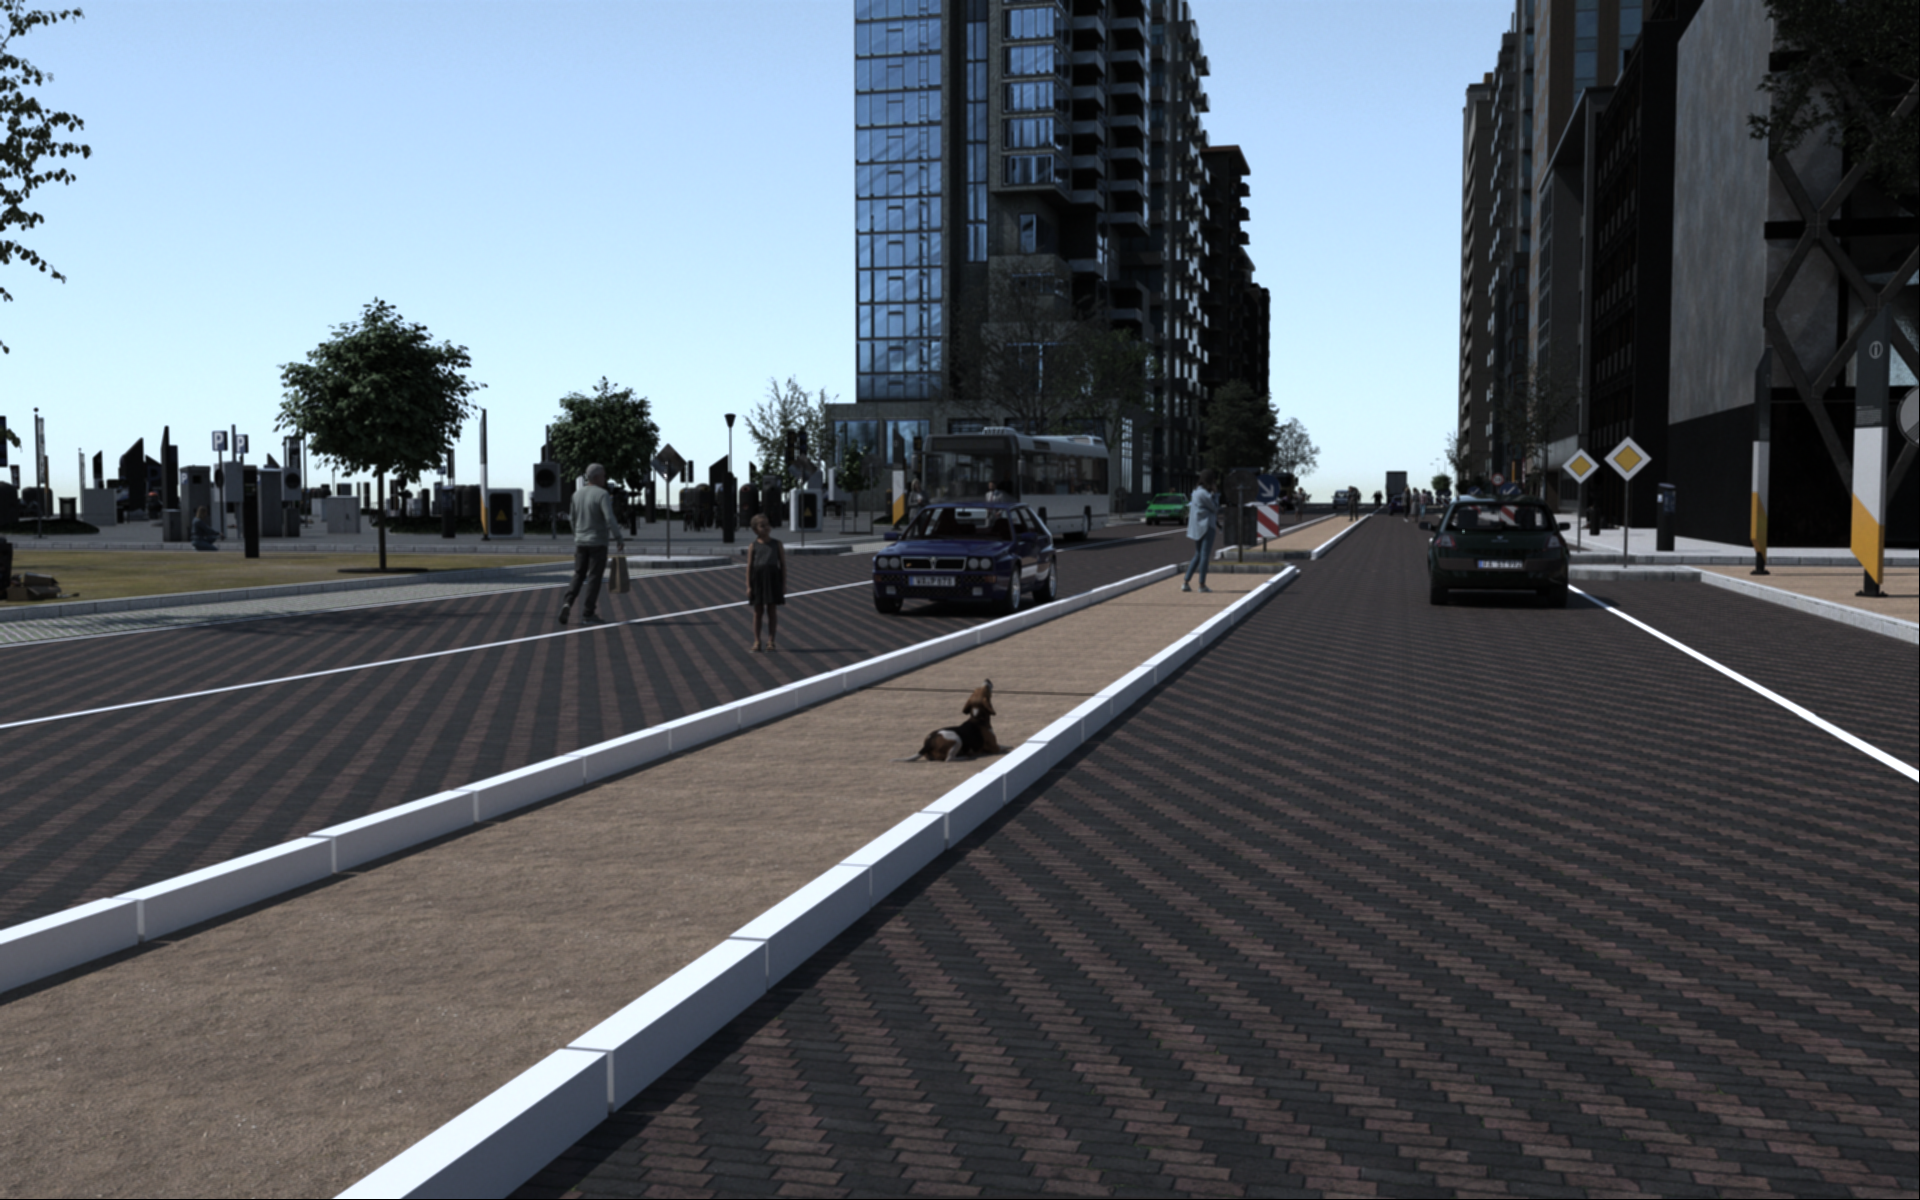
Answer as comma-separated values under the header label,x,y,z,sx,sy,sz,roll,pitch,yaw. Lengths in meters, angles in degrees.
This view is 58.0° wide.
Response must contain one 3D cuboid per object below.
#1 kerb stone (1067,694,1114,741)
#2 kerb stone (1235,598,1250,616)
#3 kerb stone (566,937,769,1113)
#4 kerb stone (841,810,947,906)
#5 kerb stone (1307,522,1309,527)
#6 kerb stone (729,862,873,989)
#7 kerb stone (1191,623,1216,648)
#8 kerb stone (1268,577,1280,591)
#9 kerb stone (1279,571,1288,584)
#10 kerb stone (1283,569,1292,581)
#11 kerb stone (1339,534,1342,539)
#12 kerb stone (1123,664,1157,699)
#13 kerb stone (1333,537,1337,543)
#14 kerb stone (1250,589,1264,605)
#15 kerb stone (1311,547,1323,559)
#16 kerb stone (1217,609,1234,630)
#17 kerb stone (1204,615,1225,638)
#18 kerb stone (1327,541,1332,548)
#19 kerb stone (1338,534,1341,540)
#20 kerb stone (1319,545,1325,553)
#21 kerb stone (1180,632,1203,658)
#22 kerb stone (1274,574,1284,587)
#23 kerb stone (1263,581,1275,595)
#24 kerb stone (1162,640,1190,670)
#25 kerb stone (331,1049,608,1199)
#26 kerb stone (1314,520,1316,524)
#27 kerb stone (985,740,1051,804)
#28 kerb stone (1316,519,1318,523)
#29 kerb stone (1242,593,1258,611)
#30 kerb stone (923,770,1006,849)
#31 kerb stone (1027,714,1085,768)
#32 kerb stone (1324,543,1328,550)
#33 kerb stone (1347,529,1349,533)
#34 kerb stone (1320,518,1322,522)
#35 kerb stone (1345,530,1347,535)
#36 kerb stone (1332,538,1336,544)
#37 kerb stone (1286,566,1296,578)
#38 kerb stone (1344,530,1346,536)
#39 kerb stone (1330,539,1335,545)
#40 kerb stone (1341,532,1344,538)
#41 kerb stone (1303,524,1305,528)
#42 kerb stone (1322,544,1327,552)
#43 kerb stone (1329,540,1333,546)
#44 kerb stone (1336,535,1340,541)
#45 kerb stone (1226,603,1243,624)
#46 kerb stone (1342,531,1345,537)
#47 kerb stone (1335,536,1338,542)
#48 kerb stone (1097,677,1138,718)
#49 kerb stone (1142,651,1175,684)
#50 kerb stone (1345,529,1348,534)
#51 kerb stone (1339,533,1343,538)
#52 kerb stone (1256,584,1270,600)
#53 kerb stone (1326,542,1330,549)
label,x,y,z,sx,sy,sz,roll,pitch,yaw
kerb stone,0.775,0.718,10.480,0.120,0.150,1.000,1,4,14
kerb stone,3.294,0.109,20.437,0.120,0.150,1.000,1,4,14
kerb stone,-0.737,1.085,4.505,0.120,0.150,1.000,1,4,14
kerb stone,-0.242,0.962,6.489,0.120,0.150,1.000,1,4,14
kerb stone,14.729,-3.173,74.123,0.120,0.150,1.000,1,4,14
kerb stone,-0.490,1.021,5.497,0.120,0.150,1.000,1,4,14
kerb stone,2.291,0.352,16.445,0.120,0.150,1.000,1,4,14
kerb stone,4.557,-0.196,25.395,0.120,0.150,1.000,1,4,14
kerb stone,5.059,-0.317,27.385,0.120,0.150,1.000,1,4,14
kerb stone,5.313,-0.373,28.382,0.120,0.150,1.000,1,4,14
kerb stone,11.475,-1.859,52.727,0.120,0.150,1.000,1,4,14
kerb stone,1.274,0.600,12.469,0.120,0.150,1.000,1,4,14
kerb stone,10.475,-1.624,48.749,0.120,0.150,1.000,1,4,14
kerb stone,3.800,-0.012,22.418,0.120,0.150,1.000,1,4,14
kerb stone,8.207,-1.077,39.808,0.120,0.150,1.000,1,4,14
kerb stone,2.786,0.234,18.435,0.120,0.150,1.000,1,4,14
kerb stone,2.538,0.291,17.439,0.120,0.150,1.000,1,4,14
kerb stone,9.465,-1.382,44.787,0.120,0.150,1.000,1,4,14
kerb stone,11.220,-1.807,51.736,0.120,0.150,1.000,1,4,14
kerb stone,8.455,-1.136,40.803,0.120,0.150,1.000,1,4,14
kerb stone,2.031,0.420,15.456,0.120,0.150,1.000,1,4,14
kerb stone,4.807,-0.256,26.393,0.120,0.150,1.000,1,4,14
kerb stone,4.301,-0.135,24.405,0.120,0.150,1.000,1,4,14
kerb stone,1.781,0.475,14.457,0.120,0.150,1.000,1,4,14
kerb stone,-0.991,1.143,3.510,0.120,0.150,1.000,1,4,14
kerb stone,16.247,-3.538,80.092,0.120,0.150,1.000,1,4,14
kerb stone,0.274,0.843,8.474,0.120,0.150,1.000,1,4,14
kerb stone,16.744,-3.660,82.074,0.120,0.150,1.000,1,4,14
kerb stone,3.551,0.047,21.426,0.120,0.150,1.000,1,4,14
kerb stone,0.019,0.900,7.478,0.120,0.150,1.000,1,4,14
kerb stone,0.522,0.778,9.478,0.120,0.150,1.000,1,4,14
kerb stone,8.958,-1.257,42.798,0.120,0.150,1.000,1,4,14
kerb stone,13.240,-2.290,59.686,0.120,0.150,1.000,1,4,14
kerb stone,17.752,-3.900,86.044,0.120,0.150,1.000,1,4,14
kerb stone,12.737,-2.171,57.692,0.120,0.150,1.000,1,4,14
kerb stone,10.218,-1.562,47.759,0.120,0.150,1.000,1,4,14
kerb stone,5.560,-0.439,29.374,0.120,0.150,1.000,1,4,14
kerb stone,12.487,-2.110,56.701,0.120,0.150,1.000,1,4,14
kerb stone,9.972,-1.497,46.768,0.120,0.150,1.000,1,4,14
kerb stone,11.982,-1.989,54.718,0.120,0.150,1.000,1,4,14
kerb stone,13.975,-2.994,71.140,0.120,0.150,1.000,1,4,14
kerb stone,8.711,-1.196,41.800,0.120,0.150,1.000,1,4,14
kerb stone,9.719,-1.442,45.777,0.120,0.150,1.000,1,4,14
kerb stone,10.971,-1.746,50.741,0.120,0.150,1.000,1,4,14
kerb stone,3.046,0.169,19.434,0.120,0.150,1.000,1,4,14
kerb stone,12.227,-2.047,55.712,0.120,0.150,1.000,1,4,14
kerb stone,10.717,-1.682,49.742,0.120,0.150,1.000,1,4,14
kerb stone,1.028,0.656,11.472,0.120,0.150,1.000,1,4,14
kerb stone,1.532,0.534,13.465,0.120,0.150,1.000,1,4,14
kerb stone,12.989,-2.232,58.685,0.120,0.150,1.000,1,4,14
kerb stone,11.721,-1.928,53.718,0.120,0.150,1.000,1,4,14
kerb stone,4.053,-0.074,23.408,0.120,0.150,1.000,1,4,14
kerb stone,9.203,-1.317,43.796,0.120,0.150,1.000,1,4,14
